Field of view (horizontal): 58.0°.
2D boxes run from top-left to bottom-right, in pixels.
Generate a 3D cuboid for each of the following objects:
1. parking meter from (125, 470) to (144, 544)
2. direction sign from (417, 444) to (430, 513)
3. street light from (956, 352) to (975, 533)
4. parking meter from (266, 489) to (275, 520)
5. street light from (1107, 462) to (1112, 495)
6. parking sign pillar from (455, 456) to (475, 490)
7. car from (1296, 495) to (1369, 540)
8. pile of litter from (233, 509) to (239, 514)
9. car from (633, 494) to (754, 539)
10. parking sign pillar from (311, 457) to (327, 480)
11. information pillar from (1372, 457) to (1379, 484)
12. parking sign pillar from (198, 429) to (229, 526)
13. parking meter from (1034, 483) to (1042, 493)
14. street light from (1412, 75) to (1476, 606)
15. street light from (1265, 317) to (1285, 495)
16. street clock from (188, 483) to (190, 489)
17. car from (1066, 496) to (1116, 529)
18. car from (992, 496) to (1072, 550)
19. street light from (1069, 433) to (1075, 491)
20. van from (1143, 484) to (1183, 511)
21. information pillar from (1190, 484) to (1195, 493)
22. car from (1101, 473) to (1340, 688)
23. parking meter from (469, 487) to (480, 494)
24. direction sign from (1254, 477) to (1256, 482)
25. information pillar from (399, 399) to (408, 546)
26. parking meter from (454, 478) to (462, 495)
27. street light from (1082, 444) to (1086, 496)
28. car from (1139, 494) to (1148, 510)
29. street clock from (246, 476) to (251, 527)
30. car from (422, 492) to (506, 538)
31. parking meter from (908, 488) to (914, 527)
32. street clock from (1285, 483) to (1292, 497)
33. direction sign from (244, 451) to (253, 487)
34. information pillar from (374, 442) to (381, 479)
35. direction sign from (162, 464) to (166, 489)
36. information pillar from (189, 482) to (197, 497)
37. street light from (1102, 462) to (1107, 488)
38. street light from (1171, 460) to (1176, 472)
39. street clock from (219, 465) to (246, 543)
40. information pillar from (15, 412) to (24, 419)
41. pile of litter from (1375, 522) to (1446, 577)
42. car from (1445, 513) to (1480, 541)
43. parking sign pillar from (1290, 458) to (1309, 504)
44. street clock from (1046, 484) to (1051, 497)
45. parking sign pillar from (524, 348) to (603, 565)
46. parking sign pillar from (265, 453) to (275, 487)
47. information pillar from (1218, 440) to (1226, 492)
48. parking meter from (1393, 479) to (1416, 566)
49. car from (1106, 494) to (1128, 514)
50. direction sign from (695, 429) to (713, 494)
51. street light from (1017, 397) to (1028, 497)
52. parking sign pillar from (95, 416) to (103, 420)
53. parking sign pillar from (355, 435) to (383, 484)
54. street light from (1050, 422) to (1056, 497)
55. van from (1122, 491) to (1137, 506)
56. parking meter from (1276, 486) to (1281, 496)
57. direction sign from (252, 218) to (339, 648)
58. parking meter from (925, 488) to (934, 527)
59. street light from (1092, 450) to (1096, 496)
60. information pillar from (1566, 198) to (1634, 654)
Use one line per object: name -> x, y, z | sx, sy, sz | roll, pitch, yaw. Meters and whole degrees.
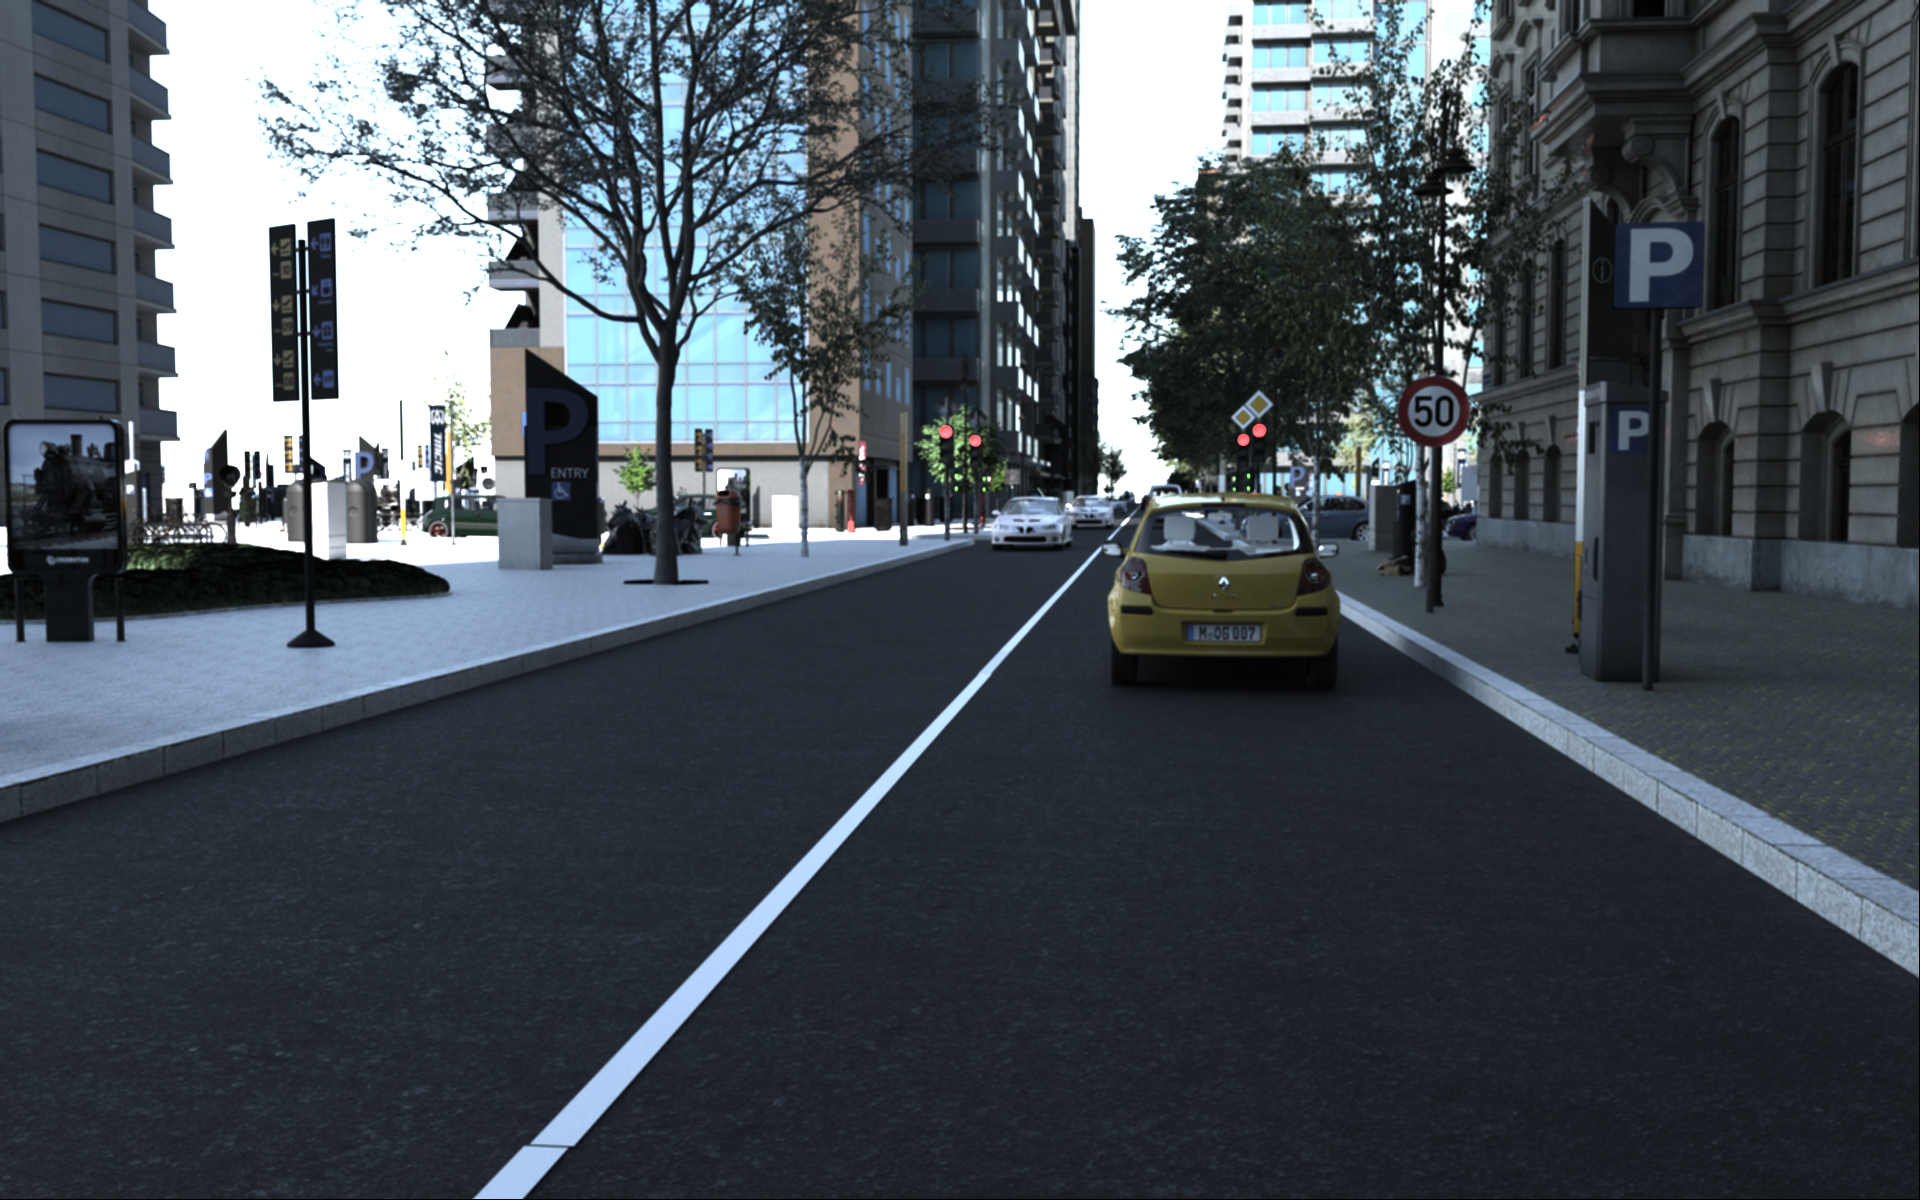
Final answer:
parking meter -> -20.371, -2.261, 42.673 | 0.399, 1.863, 0.255 | 0, 4, 8
direction sign -> -24.552, -5.342, 79.331 | 0.876, 3.537, 0.379 | 3, 4, 38
street light -> 0.185, -5.122, 56.533 | 0.468, 5.910, 1.993 | 0, 4, 6
parking meter -> -33.836, -4.683, 84.975 | 0.372, 1.533, 0.369 | 0, 3, 0
street light -> 20.481, -16.366, 240.374 | 0.468, 5.910, 1.993 | 0, 4, 6
parking sign pillar -> -34.605, -8.117, 121.184 | 1.447, 3.967, 1.447 | -1, 4, -8
car -> 10.514, -2.369, 50.741 | 4.499, 1.417, 2.014 | 0, 4, 7
pile of litter -> -47.244, -6.079, 113.358 | 1.176, 0.858, 1.719 | 0, 4, 1
car -> -8.483, -2.677, 53.550 | 4.222, 1.686, 2.009 | 0, 4, 8
parking sign pillar -> -42.878, -7.767, 115.456 | 1.447, 3.967, 1.447 | -3, 5, -39
information pillar -> 26.145, -7.193, 108.961 | 0.504, 3.616, 0.183 | 3, 5, 43
parking sign pillar -> -30.554, -5.056, 71.134 | 1.447, 3.967, 1.447 | 0, 4, 5
parking meter -> 4.162, -5.336, 92.951 | 0.399, 1.863, 0.255 | 2, 4, 28
street light -> 5.467, -2.870, 19.708 | 0.468, 5.910, 1.993 | 0, 4, 6
street light -> 8.260, -4.442, 45.412 | 0.468, 5.910, 1.993 | 0, 4, 6
street clock -> -51.441, -6.801, 115.759 | 0.358, 2.002, 0.471 | -2, 4, -26
car -> 5.521, -3.705, 72.931 | 2.083, 1.381, 4.827 | 0, 4, 7
car -> 1.940, -2.039, 45.698 | 2.083, 1.381, 4.827 | 0, 4, 8
street light -> 8.563, -9.739, 132.017 | 0.468, 5.910, 1.993 | 0, 4, 6
van -> 8.782, -4.091, 73.907 | 2.013, 2.044, 4.112 | 1, 4, 8
information pillar -> 16.297, -7.144, 121.289 | 0.304, 2.012, 0.304 | 1, 4, 11
car -> 2.148, -0.251, 14.320 | 2.015, 1.641, 3.980 | 0, 4, 8
parking meter -> -17.062, -3.209, 60.877 | 0.372, 1.533, 0.369 | 0, 3, 0
direction sign -> 19.858, -7.740, 118.552 | 0.876, 3.537, 0.379 | 3, 5, 41
information pillar -> -13.887, -3.166, 43.120 | 0.183, 3.616, 0.504 | -1, 4, -19
parking meter -> -17.992, -3.432, 61.830 | 0.399, 1.863, 0.255 | -3, 5, -42
street light -> 11.281, -11.311, 157.728 | 0.468, 5.910, 1.993 | 0, 4, 6
car -> 17.635, -9.225, 159.873 | 2.155, 1.783, 4.494 | 0, 4, 7
street clock -> -28.042, -3.885, 68.087 | 0.358, 2.002, 0.471 | -2, 4, -31
car -> -14.145, -2.607, 52.415 | 4.222, 1.686, 2.009 | 0, 4, 5
parking meter -> -1.994, -3.681, 68.598 | 0.372, 1.533, 0.369 | 0, 3, 0
street clock -> 21.507, -6.668, 113.587 | 0.358, 2.002, 0.471 | 3, 5, 45
direction sign -> -36.955, -6.026, 90.520 | 0.379, 3.537, 0.876 | 3, 5, 43
information pillar -> -25.916, -5.242, 77.067 | 0.183, 3.616, 0.504 | 0, 4, 5
direction sign -> -60.628, -8.548, 131.760 | 0.876, 3.537, 0.379 | 3, 4, 38
information pillar -> -46.594, -6.165, 105.290 | 0.304, 2.012, 0.304 | 1, 4, 17
street light -> 17.627, -14.795, 214.677 | 0.468, 5.910, 1.993 | 0, 4, 6
street light -> 29.255, -16.052, 235.235 | 0.468, 5.910, 1.993 | 0, 4, 6
street clock -> -18.030, -2.340, 42.823 | 0.471, 2.002, 0.358 | 0, 4, -8
information pillar -> -26.685, -3.551, 49.407 | 0.504, 3.616, 0.183 | 1, 4, 16
pile of litter -> 7.165, -0.839, 27.680 | 1.719, 0.858, 1.176 | -3, 5, -45
car -> 15.964, -2.267, 49.640 | 3.894, 1.354, 1.945 | 1, 4, 8
parking sign pillar -> 23.717, -8.107, 121.018 | 1.447, 3.967, 1.447 | 3, 5, 39
street clock -> 6.321, -7.268, 123.409 | 0.358, 2.002, 0.471 | 1, 4, 16
parking sign pillar -> -7.372, -2.666, 32.060 | 1.447, 3.967, 1.447 | 0, 4, -5
parking sign pillar -> -45.273, -7.652, 113.575 | 1.447, 3.967, 1.447 | -2, 4, -26
information pillar -> 11.252, -5.084, 74.486 | 0.183, 3.616, 0.504 | 3, 5, 40
parking meter -> 7.685, -1.317, 29.952 | 0.372, 1.533, 0.369 | 0, 3, 0
car -> 11.196, -6.943, 125.526 | 2.014, 1.417, 4.499 | 0, 4, 8
direction sign -> -8.905, -4.176, 60.281 | 0.379, 3.537, 0.876 | 2, 4, 34
street light -> 2.975, -6.694, 82.237 | 0.468, 5.910, 1.993 | 0, 4, 6
parking sign pillar -> -30.183, -4.389, 60.231 | 1.447, 3.967, 1.447 | 1, 4, 22
parking sign pillar -> -26.968, -5.540, 79.059 | 1.447, 3.967, 1.447 | 2, 4, 23
street light -> 5.823, -8.308, 108.629 | 0.468, 5.910, 1.993 | 0, 4, 6
van -> 19.903, -12.079, 204.510 | 2.013, 2.044, 4.112 | 0, 4, 4
parking meter -> 21.403, -6.781, 116.579 | 0.399, 1.863, 0.255 | -1, 4, -13
direction sign -> -5.484, -1.378, 14.526 | 0.876, 3.537, 0.379 | 2, 4, 34
parking meter -> -1.206, -3.672, 68.450 | 0.372, 1.533, 0.369 | 0, 3, 0
street light -> 14.217, -12.883, 183.416 | 0.468, 5.910, 1.993 | 0, 4, 6
information pillar -> 5.168, -1.380, 13.913 | 0.504, 3.616, 0.183 | -1, 4, -22
